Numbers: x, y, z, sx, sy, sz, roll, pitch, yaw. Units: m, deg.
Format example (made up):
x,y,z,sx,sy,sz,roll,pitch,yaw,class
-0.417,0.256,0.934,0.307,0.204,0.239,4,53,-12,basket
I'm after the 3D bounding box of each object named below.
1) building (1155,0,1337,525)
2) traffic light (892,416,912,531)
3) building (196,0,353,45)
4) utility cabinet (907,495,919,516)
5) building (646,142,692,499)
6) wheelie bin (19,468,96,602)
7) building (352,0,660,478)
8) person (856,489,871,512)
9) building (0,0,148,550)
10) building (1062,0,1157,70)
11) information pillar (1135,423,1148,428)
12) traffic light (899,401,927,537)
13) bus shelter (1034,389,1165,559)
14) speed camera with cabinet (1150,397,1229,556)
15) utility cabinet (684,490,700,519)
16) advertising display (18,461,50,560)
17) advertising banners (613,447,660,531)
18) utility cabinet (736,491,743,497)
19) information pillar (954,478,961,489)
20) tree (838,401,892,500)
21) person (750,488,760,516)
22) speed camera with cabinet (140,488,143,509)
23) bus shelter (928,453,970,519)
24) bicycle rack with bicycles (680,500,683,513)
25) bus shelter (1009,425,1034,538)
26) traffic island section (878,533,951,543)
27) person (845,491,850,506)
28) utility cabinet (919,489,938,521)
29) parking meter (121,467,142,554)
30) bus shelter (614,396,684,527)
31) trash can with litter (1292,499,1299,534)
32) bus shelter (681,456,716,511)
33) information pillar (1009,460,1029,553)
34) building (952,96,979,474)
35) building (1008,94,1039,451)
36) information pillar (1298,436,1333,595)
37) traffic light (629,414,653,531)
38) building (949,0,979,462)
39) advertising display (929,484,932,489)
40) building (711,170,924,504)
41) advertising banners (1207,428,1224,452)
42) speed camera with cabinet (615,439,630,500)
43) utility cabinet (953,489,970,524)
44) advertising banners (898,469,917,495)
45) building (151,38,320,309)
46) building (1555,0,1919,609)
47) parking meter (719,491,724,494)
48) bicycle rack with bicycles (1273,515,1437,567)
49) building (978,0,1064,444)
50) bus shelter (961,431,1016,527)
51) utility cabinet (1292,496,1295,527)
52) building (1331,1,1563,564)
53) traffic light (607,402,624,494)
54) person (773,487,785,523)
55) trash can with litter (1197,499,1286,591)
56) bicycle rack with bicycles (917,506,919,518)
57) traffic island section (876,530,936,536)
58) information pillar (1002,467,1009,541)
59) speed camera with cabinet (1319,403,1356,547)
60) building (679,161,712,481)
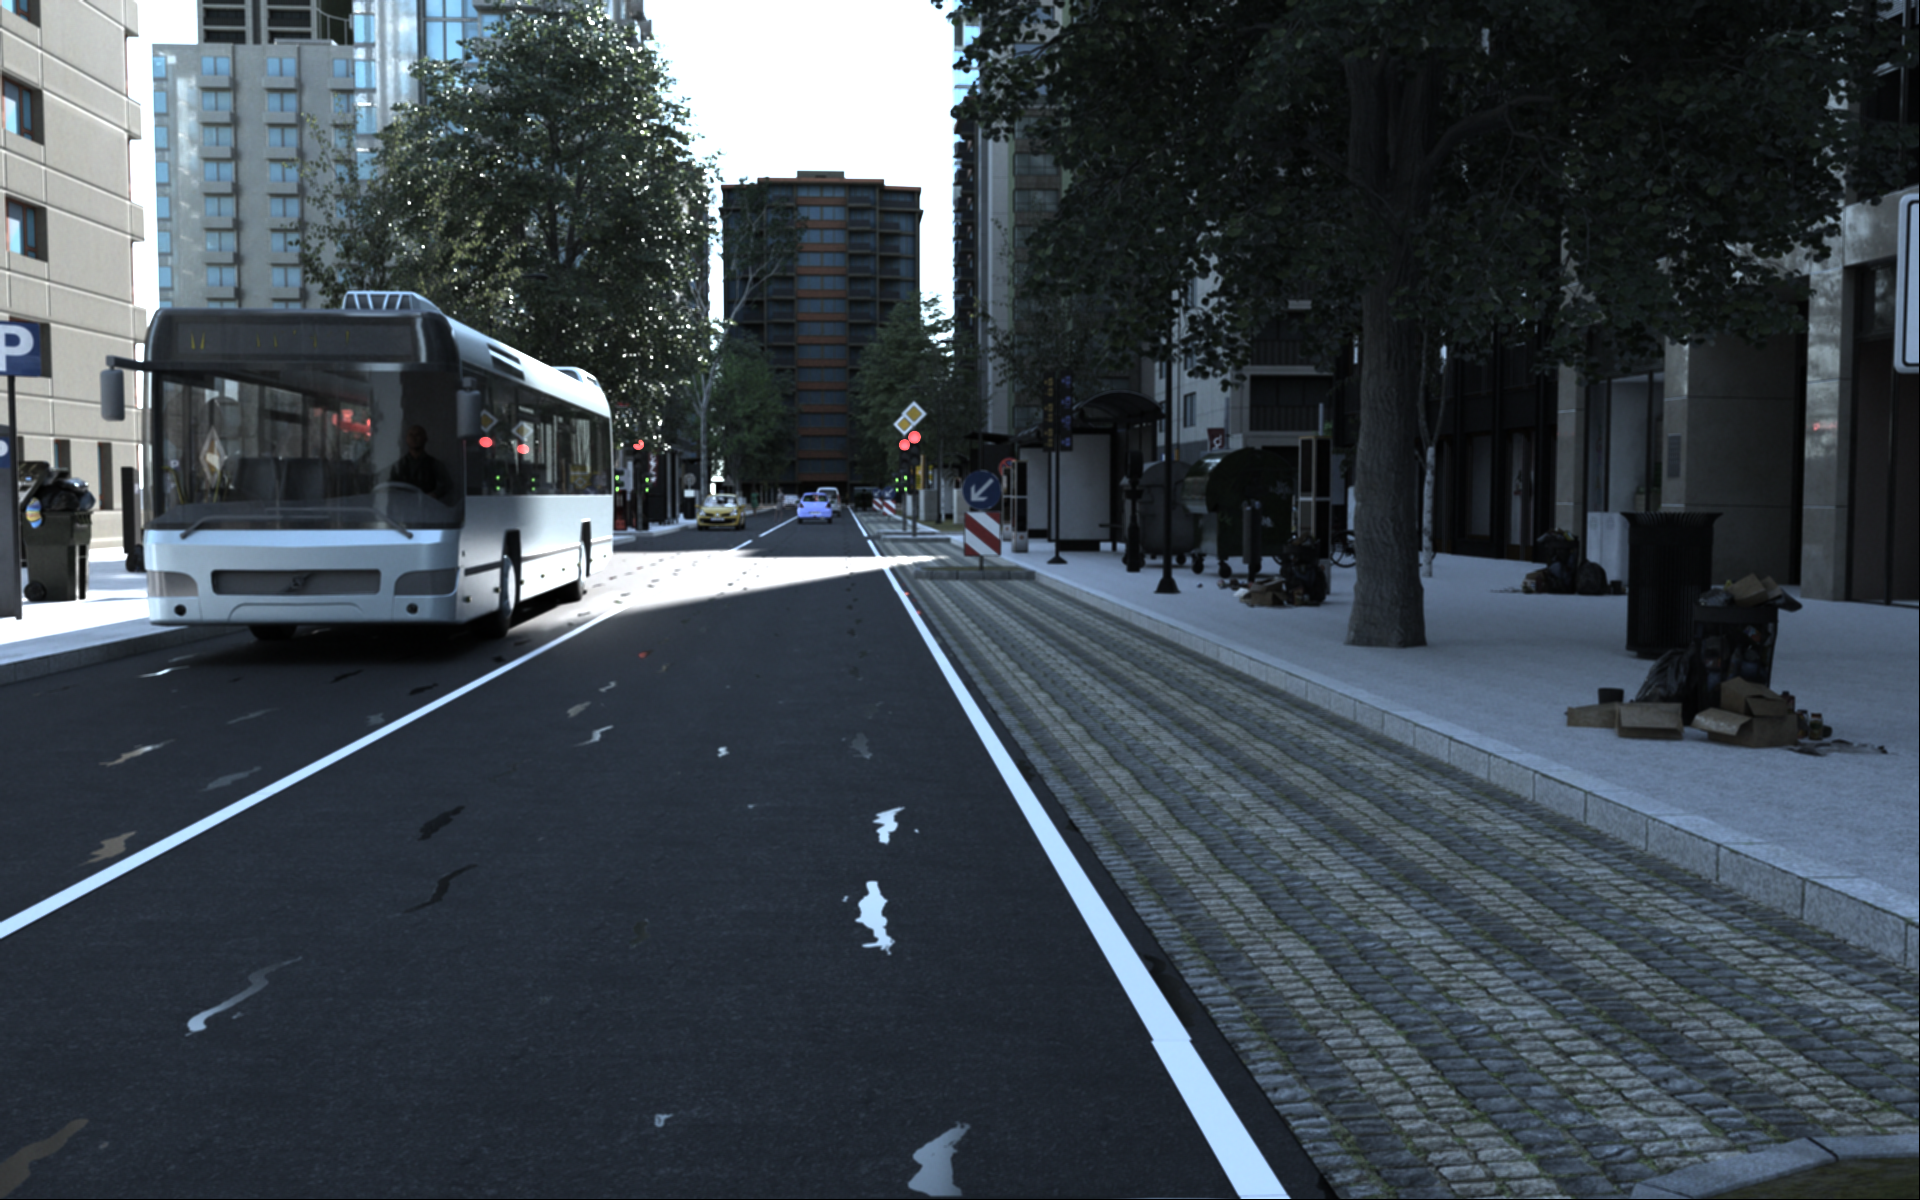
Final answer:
x,y,z,sx,sy,sz,roll,pitch,yaw,class
20.960,-39.171,78.705,20.611,71.187,20.563,0,4,-4,building
-1.949,-4.355,60.130,0.839,4.253,0.868,0,4,-4,traffic light
-87.274,-48.443,230.287,20.611,71.187,20.563,0,4,-4,building
-2.740,-5.489,100.902,0.306,1.237,1.020,-2,4,-35,utility cabinet
-40.980,-30.113,184.221,23.993,40.220,32.217,0,4,-4,building
-10.858,-0.794,20.888,0.693,1.594,0.980,0,4,-6,wheelie bin
-37.773,-32.291,147.563,23.786,49.044,30.456,0,4,-4,building
-7.694,-7.994,138.832,1.348,1.869,0.705,-3,4,-37,person
-33.675,-11.192,28.027,28.899,21.520,27.650,0,4,-4,building
12.535,-20.046,99.446,14.160,30.474,14.107,0,4,-4,building
5.022,-3.466,48.017,0.183,3.616,0.504,-2,4,-33,information pillar
-1.401,-3.868,52.164,0.839,4.253,0.868,0,4,-4,traffic light
2.923,-2.594,36.330,2.014,3.302,5.546,0,4,-4,bus shelter
4.845,-2.538,35.835,0.660,3.252,2.038,-3,5,-43,speed camera with cabinet
-13.717,-4.893,88.676,0.318,1.500,1.173,-2,4,-34,utility cabinet
-18.255,-1.754,33.891,0.974,1.923,0.123,1,4,11,advertising display
-12.082,-4.187,64.644,2.074,3.025,0.090,1,4,22,advertising banners
-16.878,-7.535,131.880,0.318,1.500,1.173,1,4,10,utility cabinet
-0.097,-4.476,77.676,0.304,2.012,0.304,0,4,5,information pillar
-9.059,-18.286,209.338,12.009,13.543,11.850,0,3,0,tree
-13.175,-6.257,111.045,0.600,1.795,0.529,0,4,5,person
-24.161,-3.445,50.659,0.660,3.252,2.038,-3,5,-40,speed camera with cabinet
-0.500,-5.705,87.198,2.014,3.302,5.546,0,4,-4,bus shelter
-18.541,-6.270,115.893,2.925,0.926,2.852,2,4,35,bicycle rack with bicycles
2.603,-3.293,47.758,2.014,3.302,5.546,0,4,-4,bus shelter
-1.360,-1.835,52.281,2.009,0.180,2.903,0,4,-4,traffic island section
-13.650,-12.306,209.800,0.705,1.812,1.348,1,4,22,person
-1.469,-4.473,81.815,0.318,1.500,1.173,2,4,32,utility cabinet
-17.893,-1.939,37.417,0.255,1.863,0.399,0,4,0,parking meter
-12.916,-5.764,71.865,2.179,5.291,8.768,0,4,-4,bus shelter
8.760,-1.944,43.169,1.055,1.170,0.624,-2,4,-31,trash can with litter
-16.600,-7.281,110.333,1.731,3.624,6.357,0,4,-4,bus shelter
1.314,-2.048,37.979,0.304,2.012,0.304,-1,4,-14,information pillar
10.586,-32.724,189.664,22.147,44.769,28.867,0,4,-4,building
10.367,-21.861,129.136,14.160,30.474,14.107,0,4,-4,building
4.533,-1.078,22.121,0.304,2.012,0.304,-2,4,-29,information pillar
-10.988,-4.316,59.495,0.839,4.253,0.868,0,4,-4,traffic light
10.389,-56.548,237.230,31.000,86.520,22.319,0,4,-4,building
-1.510,-6.268,107.697,0.974,1.923,0.123,-3,5,-43,advertising display
-19.608,-35.608,236.816,28.867,44.769,22.147,0,4,-4,building
7.460,-3.014,45.472,2.074,3.025,0.090,2,4,28,advertising banners
-12.939,-4.187,62.797,2.038,3.252,0.660,2,4,28,speed camera with cabinet
0.299,-3.921,72.791,1.173,1.500,0.318,-2,4,-31,utility cabinet
-2.913,-6.875,108.591,2.074,3.025,0.090,1,4,13,advertising banners
-68.836,-34.616,185.583,30.456,49.044,23.786,0,4,-4,building
20.606,-12.670,11.667,19.350,26.468,34.151,0,4,-4,building
-17.141,-7.113,124.700,0.372,1.533,0.369,0,3,0,parking meter
7.058,-1.085,31.119,2.925,0.926,2.852,1,4,9,bicycle rack with bicycles
12.223,-37.841,160.702,21.231,58.520,28.212,0,4,-4,building
1.102,-4.668,67.597,1.731,3.624,6.357,0,4,-4,bus shelter
12.776,-3.498,68.352,0.306,1.237,1.020,-2,4,-25,utility cabinet
16.381,-12.690,37.156,12.332,23.373,15.834,0,4,-4,building
-10.440,-3.829,51.528,0.839,4.253,0.868,0,4,-4,traffic light
-9.065,-4.764,86.730,0.599,1.781,0.374,3,4,37,person
4.098,-0.777,23.769,1.678,1.210,2.233,0,4,7,trash can with litter
-1.107,-4.866,92.947,2.925,0.926,2.852,-2,4,-32,bicycle rack with bicycles
-1.908,-2.322,60.247,2.009,0.180,2.903,0,4,-4,traffic island section
1.351,-2.612,47.203,0.304,2.012,0.304,2,4,28,information pillar
8.499,-2.638,37.460,2.038,3.252,0.660,3,5,44,speed camera with cabinet
-40.819,-35.551,231.363,14.200,45.320,14.600,0,4,-4,building
